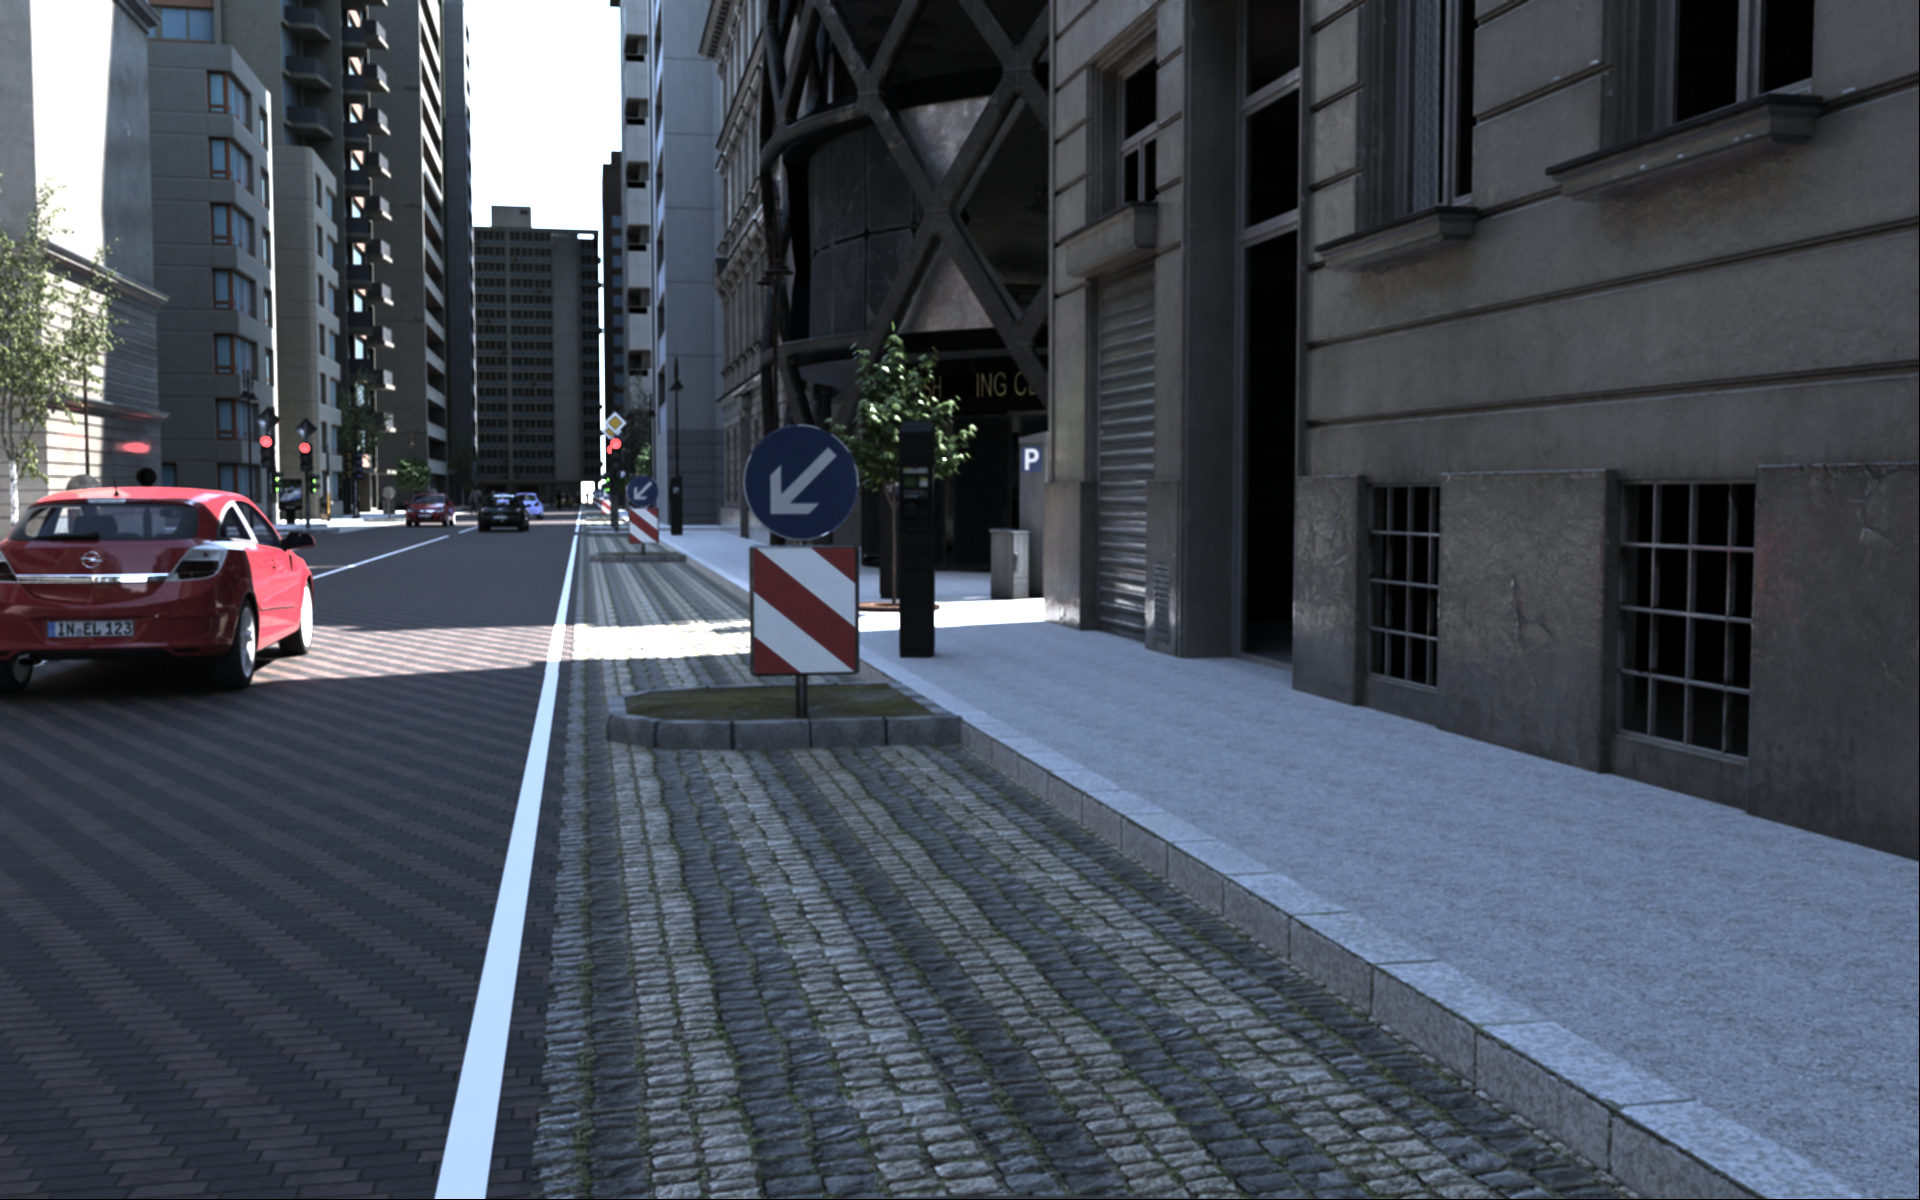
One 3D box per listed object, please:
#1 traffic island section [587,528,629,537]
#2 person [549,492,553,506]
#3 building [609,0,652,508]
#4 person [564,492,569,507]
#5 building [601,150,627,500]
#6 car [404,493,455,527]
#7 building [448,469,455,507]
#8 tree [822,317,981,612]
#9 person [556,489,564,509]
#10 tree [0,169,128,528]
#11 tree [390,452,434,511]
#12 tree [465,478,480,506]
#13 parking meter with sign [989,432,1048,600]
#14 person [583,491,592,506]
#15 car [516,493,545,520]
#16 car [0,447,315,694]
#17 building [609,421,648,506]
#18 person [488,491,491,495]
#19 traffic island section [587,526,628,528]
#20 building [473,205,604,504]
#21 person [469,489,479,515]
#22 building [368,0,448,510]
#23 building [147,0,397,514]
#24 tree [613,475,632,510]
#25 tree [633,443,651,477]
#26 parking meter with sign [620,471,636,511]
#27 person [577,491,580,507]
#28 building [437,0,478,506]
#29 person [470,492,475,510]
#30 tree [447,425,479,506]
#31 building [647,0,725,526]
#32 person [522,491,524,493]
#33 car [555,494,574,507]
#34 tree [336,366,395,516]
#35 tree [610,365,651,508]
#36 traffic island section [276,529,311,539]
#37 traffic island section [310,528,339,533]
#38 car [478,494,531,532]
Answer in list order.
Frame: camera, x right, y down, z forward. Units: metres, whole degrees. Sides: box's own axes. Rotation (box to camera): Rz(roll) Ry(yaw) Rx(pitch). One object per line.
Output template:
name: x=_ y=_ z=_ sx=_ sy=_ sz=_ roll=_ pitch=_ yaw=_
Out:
traffic island section: x=-11.657 y=-2.240 z=58.902 sx=2.009 sy=0.180 sz=2.903 roll=-1 pitch=4 yaw=-12
person: x=-47.991 y=-11.844 z=202.950 sx=0.742 sy=1.727 sz=0.445 roll=3 pitch=4 yaw=38
building: x=-17.967 y=-35.117 z=163.399 sx=28.713 sy=52.752 sz=27.495 roll=-1 pitch=4 yaw=-12
person: x=-43.052 y=-10.978 z=189.460 sx=0.415 sy=1.643 sz=0.593 roll=2 pitch=4 yaw=29
building: x=-40.057 y=-35.462 z=229.915 sx=14.200 sy=45.320 sz=14.600 roll=-1 pitch=4 yaw=-12
car: x=-23.824 y=-4.212 z=77.913 sx=2.155 sy=1.783 sz=4.494 roll=-1 pitch=4 yaw=-11
building: x=-59.624 y=-44.432 z=164.720 sx=20.563 sy=71.187 sz=20.611 roll=-1 pitch=4 yaw=-12
tree: x=-0.830 y=-1.498 z=19.100 sx=1.663 sy=3.219 sz=1.824 roll=0 pitch=3 yaw=0
person: x=-37.468 y=-9.414 z=162.046 sx=0.705 sy=1.869 sz=1.348 roll=-3 pitch=5 yaw=-43
tree: x=-21.261 y=-5.436 z=39.233 sx=4.737 sy=8.622 sz=4.395 roll=0 pitch=3 yaw=0
tree: x=-42.667 y=-9.242 z=134.818 sx=4.285 sy=4.588 sz=4.351 roll=0 pitch=3 yaw=0
tree: x=-53.542 y=-11.908 z=189.295 sx=1.663 sy=3.219 sz=1.824 roll=0 pitch=3 yaw=0
parking meter with sign: x=1.065 y=-1.550 z=21.596 sx=0.543 sy=3.016 sz=1.738 roll=3 pitch=5 yaw=39
person: x=-45.354 y=-12.378 z=210.835 sx=1.348 sy=1.831 sz=0.705 roll=-2 pitch=4 yaw=-32
car: x=-24.335 y=-5.364 z=97.285 sx=1.945 sy=1.707 sz=3.694 roll=-1 pitch=4 yaw=-11
car: x=-6.435 y=-0.305 z=14.035 sx=2.155 sy=1.783 sz=4.494 roll=-1 pitch=4 yaw=-12
building: x=-31.529 y=-46.928 z=205.516 sx=20.563 sy=71.187 sz=20.611 roll=-1 pitch=4 yaw=-12
person: x=-50.110 y=-10.746 z=184.911 sx=1.217 sy=1.743 sz=0.721 roll=-1 pitch=4 yaw=-18
traffic island section: x=-13.354 y=-2.717 z=66.706 sx=2.009 sy=0.180 sz=2.903 roll=-1 pitch=4 yaw=-12
building: x=-60.850 y=-33.269 z=235.829 sx=23.993 sy=40.220 sz=32.217 roll=-1 pitch=4 yaw=-12
person: x=-33.238 y=-6.722 z=118.585 sx=0.709 sy=1.800 sz=0.728 roll=1 pitch=4 yaw=8
building: x=-55.086 y=-31.874 z=144.838 sx=21.300 sy=48.544 sz=21.600 roll=-1 pitch=4 yaw=-12
building: x=-49.802 y=-28.093 z=113.951 sx=22.147 sy=44.769 sz=28.867 roll=-1 pitch=4 yaw=-12
tree: x=-28.447 y=-9.274 z=146.237 sx=1.663 sy=3.219 sz=1.824 roll=0 pitch=3 yaw=0
tree: x=-16.239 y=-6.819 z=95.197 sx=4.285 sy=4.588 sz=4.351 roll=0 pitch=3 yaw=0
parking meter with sign: x=-24.959 y=-8.243 z=131.031 sx=0.543 sy=3.016 sz=1.738 roll=2 pitch=4 yaw=25
person: x=-43.382 y=-11.455 z=196.520 sx=0.721 sy=1.736 sz=1.217 roll=0 pitch=4 yaw=-7
building: x=-70.246 y=-40.092 z=197.495 sx=28.212 sy=58.520 sz=21.231 roll=-1 pitch=4 yaw=-12
person: x=-43.318 y=-8.851 z=154.023 sx=0.445 sy=1.727 sz=0.742 roll=0 pitch=4 yaw=4
tree: x=-53.093 y=-14.316 z=184.425 sx=4.737 sy=8.622 sz=4.395 roll=0 pitch=3 yaw=0
building: x=0.659 y=-32.729 z=77.112 sx=28.212 sy=58.520 sz=21.231 roll=-1 pitch=4 yaw=-12
person: x=-45.390 y=-10.429 z=179.732 sx=1.217 sy=1.735 sz=0.721 roll=-2 pitch=4 yaw=-27
car: x=-44.060 y=-11.173 z=192.899 sx=2.015 sy=1.641 sz=3.980 roll=-1 pitch=4 yaw=-12
tree: x=-34.607 y=-9.100 z=99.153 sx=4.737 sy=8.622 sz=4.395 roll=0 pitch=3 yaw=0
tree: x=-17.866 y=-9.133 z=99.689 sx=4.360 sy=8.622 sz=3.978 roll=0 pitch=3 yaw=0
traffic island section: x=-22.546 y=-2.096 z=56.548 sx=2.009 sy=0.180 sz=2.903 roll=-1 pitch=4 yaw=-12
traffic island section: x=-24.243 y=-2.573 z=64.352 sx=2.009 sy=0.180 sz=2.903 roll=-1 pitch=4 yaw=-12
car: x=-17.725 y=-3.518 z=67.310 sx=2.009 sy=1.686 sz=4.222 roll=-1 pitch=4 yaw=-11
